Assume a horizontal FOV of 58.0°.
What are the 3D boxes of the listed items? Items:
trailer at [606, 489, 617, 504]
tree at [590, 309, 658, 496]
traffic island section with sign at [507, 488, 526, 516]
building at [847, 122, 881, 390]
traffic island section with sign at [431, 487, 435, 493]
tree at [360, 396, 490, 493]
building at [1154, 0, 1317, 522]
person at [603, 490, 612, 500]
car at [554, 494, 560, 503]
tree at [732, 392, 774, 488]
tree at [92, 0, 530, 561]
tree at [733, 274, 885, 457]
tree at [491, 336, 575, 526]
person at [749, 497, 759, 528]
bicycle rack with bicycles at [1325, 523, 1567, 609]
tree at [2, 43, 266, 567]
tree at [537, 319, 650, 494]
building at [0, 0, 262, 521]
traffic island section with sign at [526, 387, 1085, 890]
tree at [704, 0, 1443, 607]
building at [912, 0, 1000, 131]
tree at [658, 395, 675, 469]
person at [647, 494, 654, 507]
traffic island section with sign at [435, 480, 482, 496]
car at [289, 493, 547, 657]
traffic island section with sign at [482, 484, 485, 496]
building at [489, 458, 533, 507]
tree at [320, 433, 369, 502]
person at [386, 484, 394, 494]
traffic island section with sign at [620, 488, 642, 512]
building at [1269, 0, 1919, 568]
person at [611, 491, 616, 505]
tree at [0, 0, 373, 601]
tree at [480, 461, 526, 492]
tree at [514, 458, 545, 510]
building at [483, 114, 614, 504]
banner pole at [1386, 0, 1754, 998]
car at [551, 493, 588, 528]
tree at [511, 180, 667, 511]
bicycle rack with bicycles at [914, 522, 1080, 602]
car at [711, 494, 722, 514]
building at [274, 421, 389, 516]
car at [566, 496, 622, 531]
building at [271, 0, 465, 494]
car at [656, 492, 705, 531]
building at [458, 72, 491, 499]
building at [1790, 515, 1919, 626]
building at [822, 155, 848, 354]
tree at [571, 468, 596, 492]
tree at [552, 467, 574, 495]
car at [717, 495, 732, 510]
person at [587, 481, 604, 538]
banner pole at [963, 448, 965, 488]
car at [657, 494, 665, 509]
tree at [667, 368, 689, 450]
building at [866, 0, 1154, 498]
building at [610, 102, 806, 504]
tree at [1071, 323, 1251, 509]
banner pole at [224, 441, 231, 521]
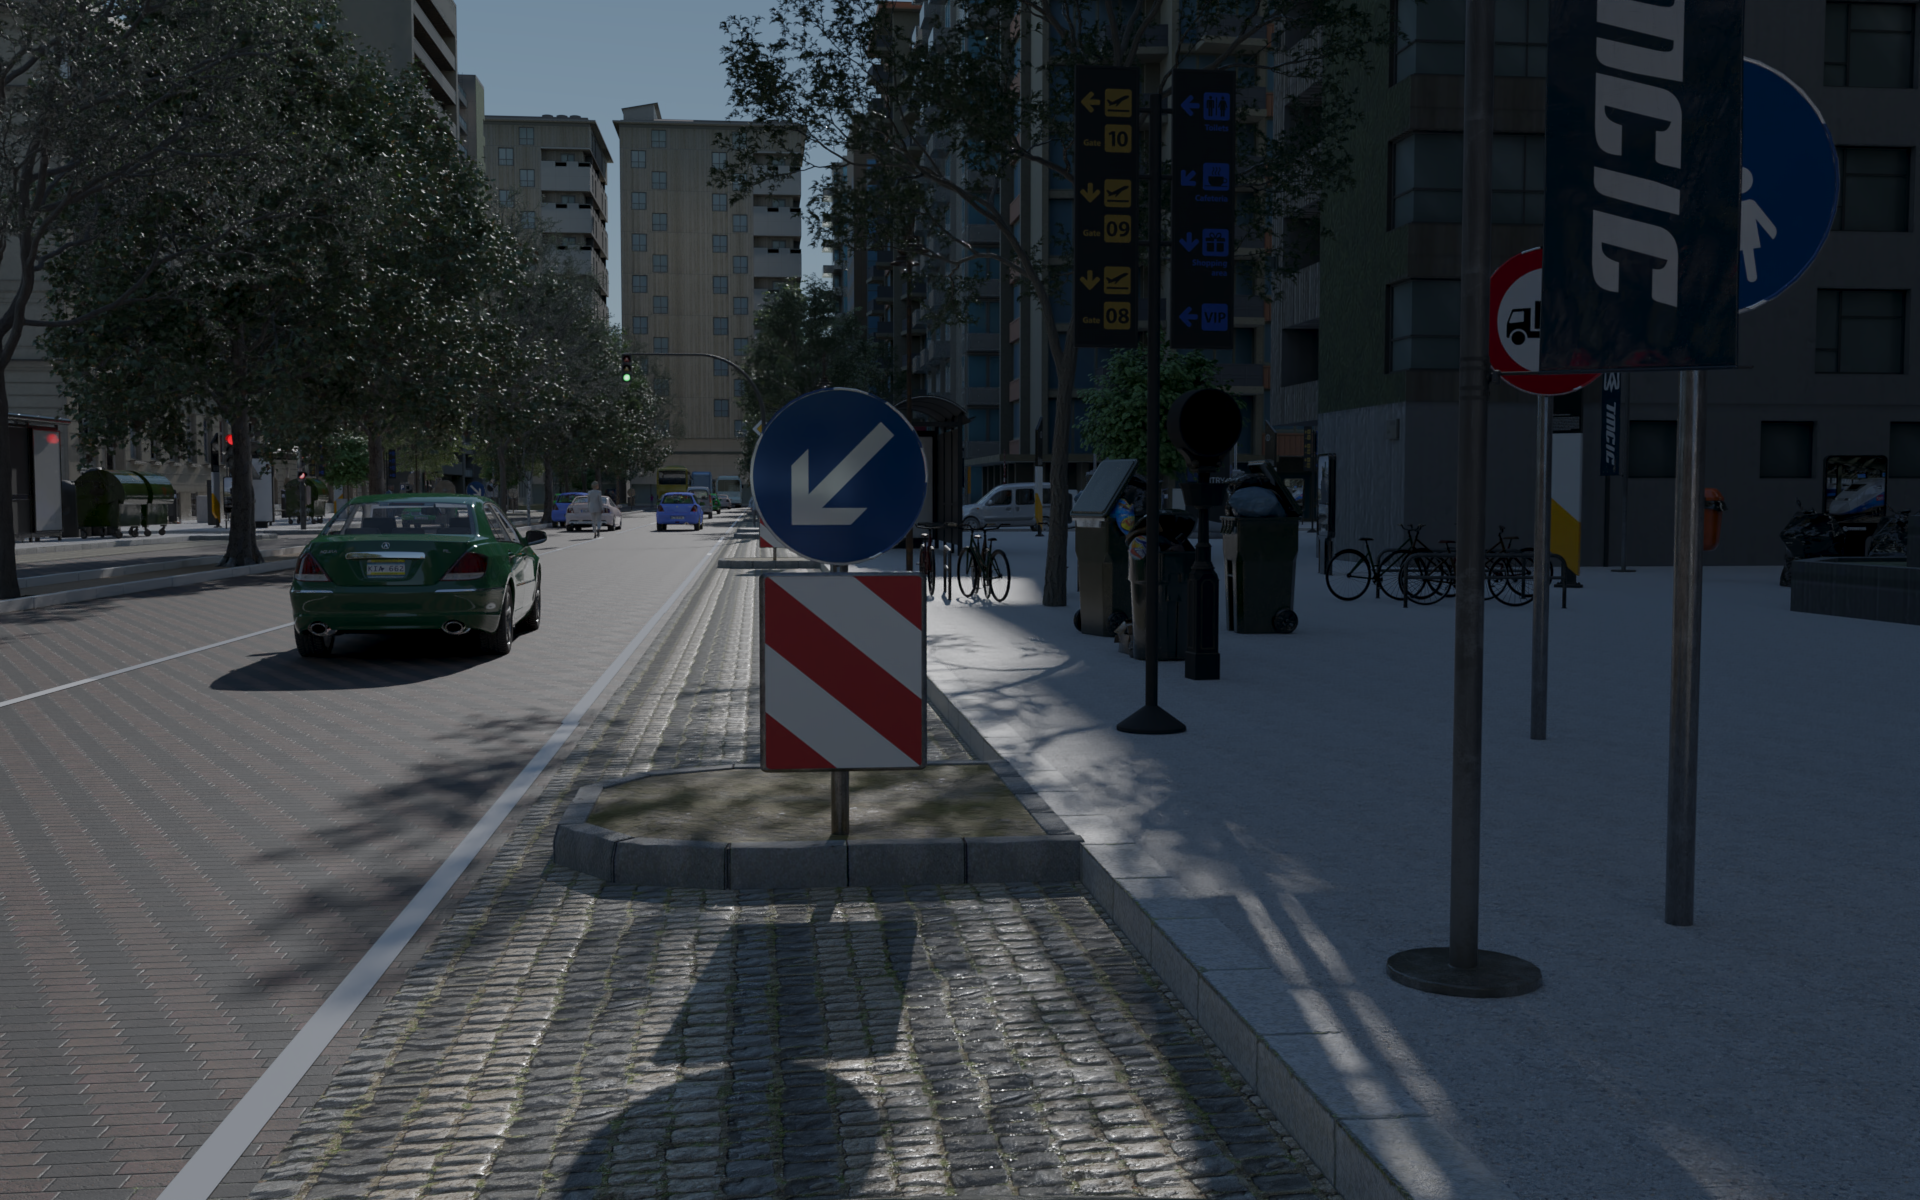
[{"bbox_3d":[-38.926,-11.398,193.409,1.471,1.999,3.904,0,4,-6],"label":"trailer"},{"bbox_3d":[-19.975,-10.055,83.857,9.611,12.733,9.660,0,3,0],"label":"tree"},{"bbox_3d":[-29.345,-6.431,113.778,1.989,1.847,2.006,0,4,-7],"label":"traffic island section with sign"},{"bbox_3d":[-5.783,-33.698,201.068,14.600,45.320,14.200,0,4,-7],"label":"building"},{"bbox_3d":[-26.238,-4.793,86.998,1.989,1.847,2.006,0,4,-7],"label":"traffic island section with sign"},{"bbox_3d":[-31.393,-11.108,99.749,7.486,12.596,7.792,0,3,0],"label":"tree"},{"bbox_3d":[14.818,-26.389,86.079,28.867,44.769,22.147,0,4,-7],"label":"building"},{"bbox_3d":[-30.191,-8.513,147.817,0.705,1.807,1.348,3,5,40],"label":"person"},{"bbox_3d":[-28.094,-6.990,123.089,1.959,1.807,4.718,0,4,-5],"label":"car"},{"bbox_3d":[-20.906,-17.620,205.099,9.611,12.733,9.660,0,3,0],"label":"tree"},{"bbox_3d":[-14.906,-7.617,43.998,9.611,12.733,9.660,0,3,0],"label":"tree"},{"bbox_3d":[-8.298,-11.834,100.133,9.857,13.997,8.962,0,3,0],"label":"tree"},{"bbox_3d":[-19.167,-7.583,76.808,4.360,8.622,3.978,0,3,0],"label":"tree"},{"bbox_3d":[-8.371,-3.711,70.993,0.589,1.601,0.330,0,4,8],"label":"person"},{"bbox_3d":[5.808,-0.434,20.483,2.925,0.926,2.852,0,4,5],"label":"bicycle rack with bicycles"},{"bbox_3d":[-14.158,-7.001,33.936,9.611,12.733,9.660,0,3,0],"label":"tree"},{"bbox_3d":[-21.997,-10.595,101.447,9.928,11.665,9.643,0,3,0],"label":"tree"},{"bbox_3d":[-44.782,-15.248,82.581,16.112,22.955,30.059,0,4,-7],"label":"building"},{"bbox_3d":[-0.636,0.088,7.196,1.989,1.847,2.006,0,4,-7],"label":"traffic island section with sign"},{"bbox_3d":[1.013,-5.185,19.188,8.767,10.594,7.601,1,4,8],"label":"tree"},{"bbox_3d":[8.289,-30.959,125.787,23.786,49.044,30.456,0,4,-7],"label":"building"},{"bbox_3d":[-23.280,-11.726,111.183,9.611,12.733,9.660,0,3,0],"label":"tree"},{"bbox_3d":[-31.427,-10.082,176.558,0.991,1.433,0.599,-2,4,-28],"label":"person"},{"bbox_3d":[-16.620,-2.899,55.539,2.006,1.907,1.989,0,4,-7],"label":"traffic island section with sign"},{"bbox_3d":[-5.138,-0.304,16.766,2.131,1.459,4.920,-1,4,-8],"label":"car"},{"bbox_3d":[-17.465,-3.349,62.898,2.006,1.907,1.989,0,4,-7],"label":"traffic island section with sign"},{"bbox_3d":[-63.279,-21.039,189.020,28.899,21.520,27.650,0,4,-7],"label":"building"},{"bbox_3d":[-28.811,-5.963,81.209,4.285,4.588,4.351,0,3,0],"label":"tree"},{"bbox_3d":[-21.856,-3.536,66.502,0.419,1.800,0.721,0,4,1],"label":"person"},{"bbox_3d":[-26.144,-7.914,137.536,2.006,1.907,1.989,0,4,-7],"label":"traffic island section with sign"},{"bbox_3d":[13.910,-16.219,36.876,14.160,30.474,14.107,0,4,-7],"label":"building"},{"bbox_3d":[-33.613,-9.674,167.207,0.750,1.759,0.617,-2,4,-31],"label":"person"},{"bbox_3d":[-12.974,-6.744,23.086,12.009,13.543,11.850,0,3,0],"label":"tree"},{"bbox_3d":[-33.944,-8.849,128.397,4.285,4.588,4.351,0,3,0],"label":"tree"},{"bbox_3d":[-34.734,-13.373,136.775,7.486,12.596,7.792,0,3,0],"label":"tree"},{"bbox_3d":[-60.578,-39.779,239.622,27.495,52.752,28.713,0,4,-7],"label":"building"},{"bbox_3d":[1.546,-0.879,4.389,0.863,3.779,0.401,2,4,25],"label":"banner pole"},{"bbox_3d":[-16.754,-4.033,75.532,1.945,1.707,3.694,0,4,-5],"label":"car"},{"bbox_3d":[-17.897,-9.461,67.511,12.009,13.543,11.850,0,3,0],"label":"tree"},{"bbox_3d":[0.595,-0.507,21.675,2.852,0.926,2.925,0,4,-1],"label":"bicycle rack with bicycles"},{"bbox_3d":[-18.023,-7.035,123.819,1.959,1.807,4.718,0,4,-6],"label":"car"},{"bbox_3d":[-47.393,-18.156,115.943,14.460,24.649,34.723,0,4,-7],"label":"building"},{"bbox_3d":[-14.413,-3.417,68.229,2.083,1.381,4.827,0,4,-6],"label":"car"},{"bbox_3d":[-54.511,-31.877,144.898,21.300,48.544,21.600,0,4,-7],"label":"building"},{"bbox_3d":[-11.122,-3.624,68.842,1.945,1.707,3.694,0,4,-6],"label":"car"},{"bbox_3d":[-52.779,-29.337,163.250,14.154,41.232,14.086,0,4,-7],"label":"building"},{"bbox_3d":[19.946,-28.466,7.418,21.231,58.520,28.212,0,4,-7],"label":"building"},{"bbox_3d":[-4.115,-38.155,243.445,30.456,49.044,23.786,0,4,-7],"label":"building"},{"bbox_3d":[-39.675,-12.153,182.411,4.285,4.588,4.351,0,3,0],"label":"tree"},{"bbox_3d":[-36.758,-12.671,157.537,4.737,8.622,4.395,0,3,0],"label":"tree"},{"bbox_3d":[-22.347,-9.138,161.776,2.083,1.381,4.827,0,4,-6],"label":"car"},{"bbox_3d":[-11.795,-2.915,56.045,0.514,1.842,0.818,-1,4,-10],"label":"person"},{"bbox_3d":[-0.048,-5.649,82.372,0.401,3.779,0.863,3,5,40],"label":"banner pole"},{"bbox_3d":[-21.423,-7.135,128.447,2.131,1.459,4.920,0,4,-5],"label":"car"},{"bbox_3d":[-24.351,-12.855,123.013,12.009,13.543,11.850,0,3,0],"label":"tree"},{"bbox_3d":[2.985,-30.648,155.726,22.147,44.769,28.867,0,4,-7],"label":"building"},{"bbox_3d":[-33.237,-39.957,242.528,27.495,52.752,28.713,0,4,-7],"label":"building"},{"bbox_3d":[3.853,-3.032,33.294,4.285,4.588,4.351,0,3,0],"label":"tree"},{"bbox_3d":[-34.773,-5.656,82.489,0.401,3.779,0.863,0,4,7],"label":"banner pole"}]
